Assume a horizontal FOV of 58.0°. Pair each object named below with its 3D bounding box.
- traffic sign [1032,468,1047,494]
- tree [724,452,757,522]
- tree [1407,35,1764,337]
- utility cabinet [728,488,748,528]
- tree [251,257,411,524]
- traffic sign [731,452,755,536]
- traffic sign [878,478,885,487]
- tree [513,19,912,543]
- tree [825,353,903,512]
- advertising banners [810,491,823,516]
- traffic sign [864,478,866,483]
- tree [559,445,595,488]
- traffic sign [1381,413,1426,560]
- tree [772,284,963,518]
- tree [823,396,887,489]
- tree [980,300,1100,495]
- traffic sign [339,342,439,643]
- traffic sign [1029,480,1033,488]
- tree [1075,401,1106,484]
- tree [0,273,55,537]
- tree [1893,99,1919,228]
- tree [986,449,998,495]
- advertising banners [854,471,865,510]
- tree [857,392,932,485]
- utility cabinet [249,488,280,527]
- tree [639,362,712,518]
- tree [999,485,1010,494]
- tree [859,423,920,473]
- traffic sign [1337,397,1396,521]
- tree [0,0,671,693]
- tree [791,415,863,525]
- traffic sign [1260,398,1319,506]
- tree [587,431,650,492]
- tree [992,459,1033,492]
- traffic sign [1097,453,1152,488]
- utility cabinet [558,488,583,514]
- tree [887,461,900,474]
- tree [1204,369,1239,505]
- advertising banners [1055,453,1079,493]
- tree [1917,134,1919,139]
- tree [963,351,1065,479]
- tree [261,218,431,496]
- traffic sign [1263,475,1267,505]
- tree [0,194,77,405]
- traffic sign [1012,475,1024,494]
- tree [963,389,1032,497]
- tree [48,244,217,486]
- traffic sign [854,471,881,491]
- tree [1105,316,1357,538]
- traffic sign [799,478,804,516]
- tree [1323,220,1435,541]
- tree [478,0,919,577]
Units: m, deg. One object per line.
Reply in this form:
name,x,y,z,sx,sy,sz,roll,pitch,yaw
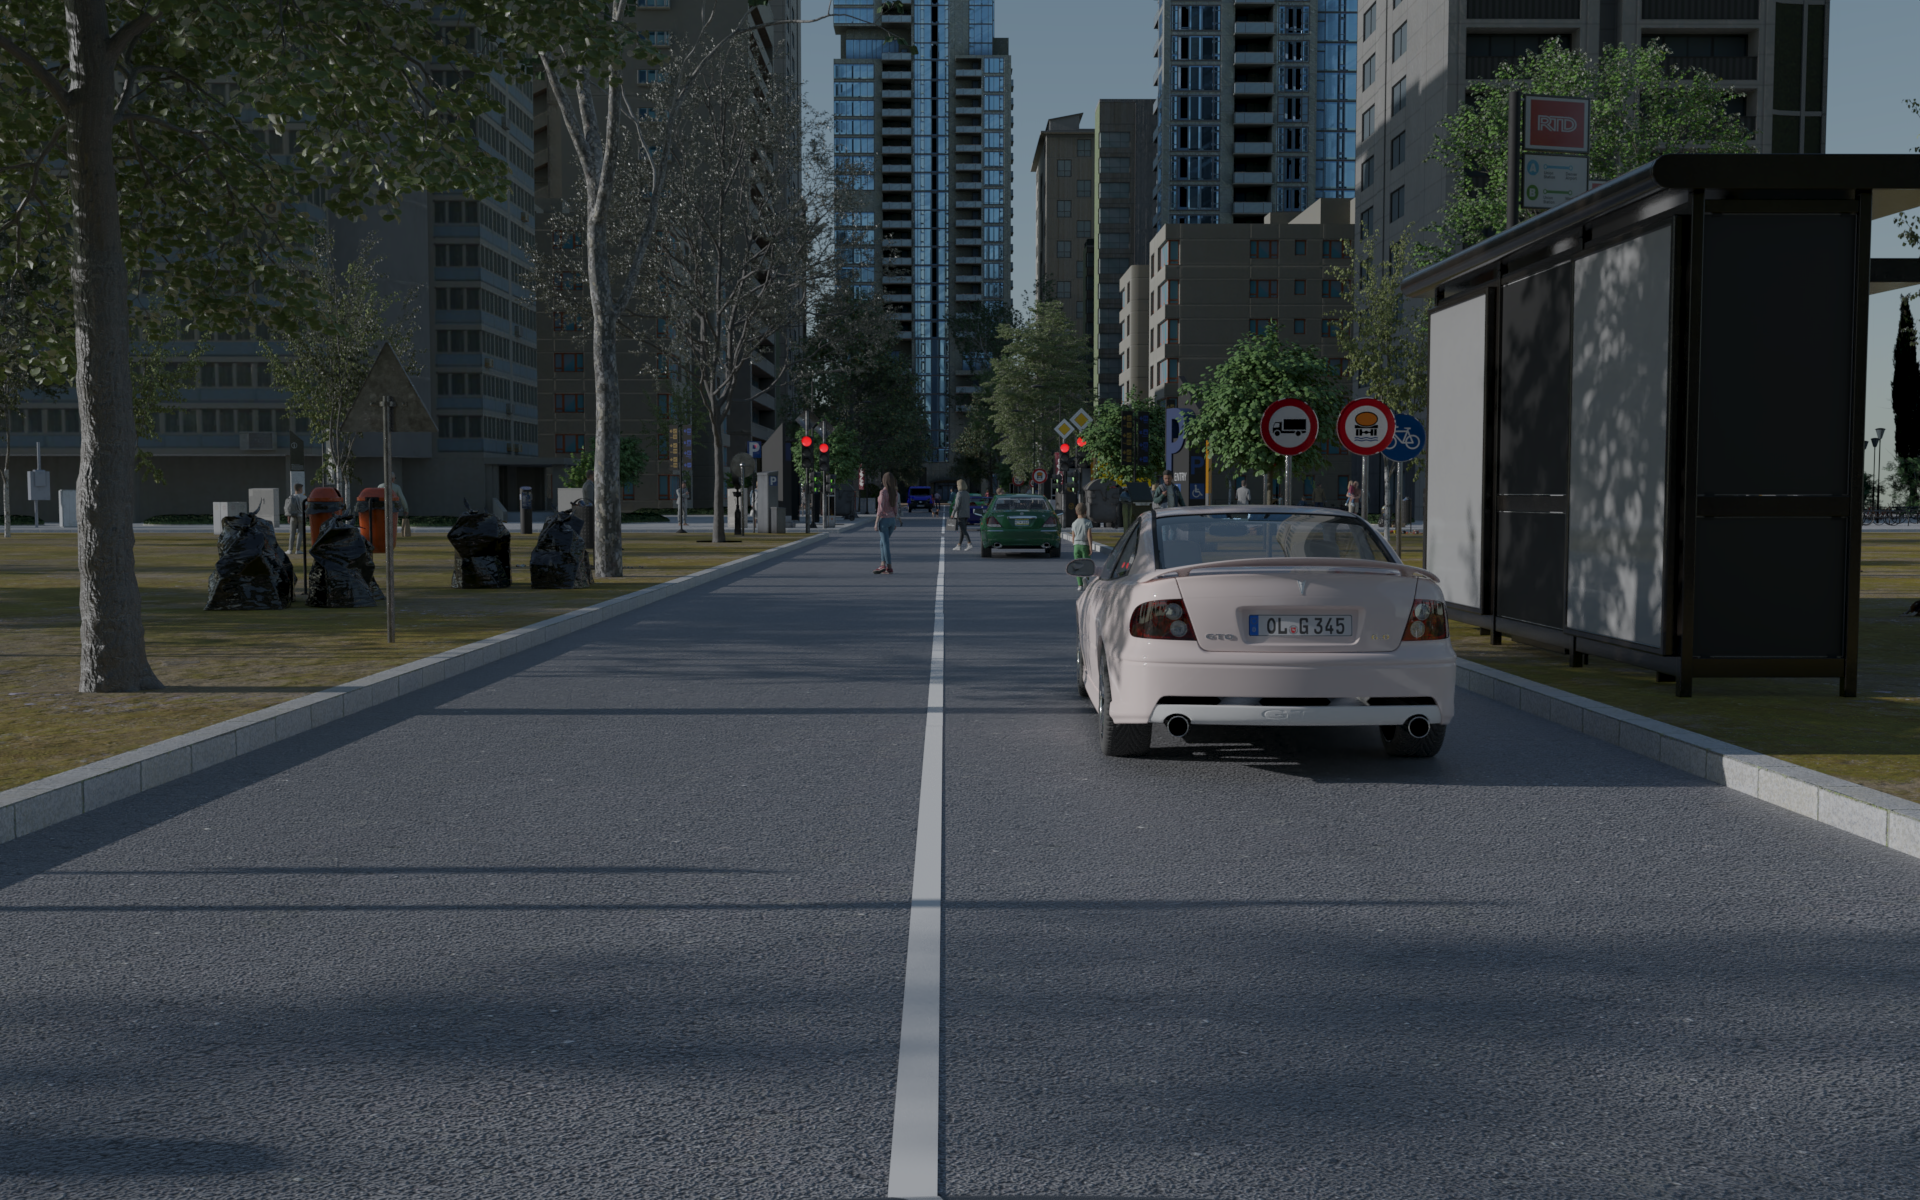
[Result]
traffic sign,3.919,-5.207,85.237,0.768,2.556,0.104,0,4,3
tree,-10.300,-5.259,80.590,1.663,3.219,1.824,0,3,0
tree,13.885,-6.892,38.440,9.928,11.665,9.643,0,3,0
utility cabinet,-8.451,-3.489,65.720,0.318,1.500,1.173,-2,4,-31
tree,-19.098,-6.286,53.138,4.737,8.622,4.395,0,3,0
traffic sign,-6.644,-3.234,52.983,0.768,2.556,0.104,0,4,7
traffic sign,-6.147,-8.345,136.552,0.768,2.556,0.104,0,4,7
tree,-6.358,-8.260,45.429,12.009,13.543,11.850,0,3,0
tree,-7.014,-12.069,123.091,9.928,11.665,9.643,0,3,0
advertising banners,-8.071,-6.474,102.042,0.090,3.025,2.074,3,5,39
traffic sign,-7.267,-8.153,133.408,0.768,2.556,0.104,0,4,8
tree,-14.878,-4.527,68.620,1.663,3.219,1.824,0,3,0
traffic sign,6.960,-1.670,27.419,0.768,2.556,0.104,0,4,5
tree,-5.803,-10.776,93.201,9.611,12.733,9.660,0,3,0
tree,-7.083,-9.457,104.986,4.360,8.622,3.978,0,3,0
tree,4.930,-11.183,100.974,7.486,12.596,7.792,0,3,0
traffic sign,-4.909,-0.910,14.876,0.884,2.594,0.081,0,4,7
traffic sign,5.908,-8.454,138.328,0.768,2.556,0.104,0,4,5
tree,5.138,-4.145,51.480,4.285,4.588,4.351,0,3,0
tree,-28.450,-6.156,51.014,4.360,8.622,3.978,0,3,0
tree,17.727,-4.813,29.060,4.360,8.622,3.978,0,3,0
tree,4.149,-14.772,191.889,4.737,8.622,4.395,0,3,0
advertising banners,-6.273,-6.406,100.927,2.074,3.025,0.090,3,5,39
tree,-7.690,-17.166,187.321,9.857,13.997,8.962,0,3,0
utility cabinet,-26.430,-3.491,65.765,1.173,1.500,0.318,1,4,21
tree,-15.031,-8.739,93.237,4.737,8.622,4.395,0,3,0
tree,4.057,-8.759,137.812,1.663,3.219,1.824,0,3,0
tree,-7.449,-14.359,169.178,7.601,10.594,8.767,-2,4,-27
traffic sign,5.352,-1.393,22.889,0.768,2.556,0.104,0,4,7
tree,-5.451,-5.654,10.578,7.486,12.596,7.792,0,3,0
tree,-5.504,-5.399,71.991,4.285,4.588,4.351,0,3,0
traffic sign,4.353,-1.399,22.977,0.768,2.556,0.104,0,4,1
tree,-16.281,-6.006,81.912,4.285,4.588,4.351,0,3,0
tree,4.099,-9.152,133.348,4.285,4.588,4.351,0,3,0
traffic sign,6.680,-4.677,70.348,2.265,3.308,0.079,0,4,7
utility cabinet,-14.615,-3.481,65.594,1.173,1.500,0.318,1,4,15
tree,-6.342,-12.013,146.775,4.360,8.622,3.978,0,3,0
tree,15.343,-8.959,96.848,4.737,8.622,4.395,0,3,0
advertising banners,4.690,-4.619,71.709,2.074,3.025,0.090,3,5,45
tree,13.446,-4.229,19.509,4.737,8.622,4.395,0,3,0
tree,3.978,-12.196,125.163,9.928,11.665,9.643,0,3,0
tree,-16.790,-5.933,47.373,4.360,8.622,3.978,0,3,0
traffic sign,7.075,-2.448,40.133,0.768,2.556,0.104,0,4,1
tree,-22.793,-6.347,38.189,7.601,10.594,8.767,3,4,38
traffic sign,3.697,-6.709,109.798,0.768,2.556,0.104,0,4,0
tree,3.187,-16.251,182.717,9.611,12.733,9.660,0,3,0
tree,-23.549,-6.028,48.919,4.737,8.622,4.395,0,3,0
traffic sign,-7.411,-8.777,137.378,2.265,3.308,0.079,1,4,9
tree,5.806,-2.953,31.997,4.285,4.588,4.351,0,3,0
traffic sign,-9.197,-6.186,101.246,0.768,2.556,0.104,0,4,3
tree,11.803,-5.899,46.817,4.737,8.622,4.395,0,3,0
tree,-5.643,-10.332,24.820,12.611,20.169,13.585,0,3,0
